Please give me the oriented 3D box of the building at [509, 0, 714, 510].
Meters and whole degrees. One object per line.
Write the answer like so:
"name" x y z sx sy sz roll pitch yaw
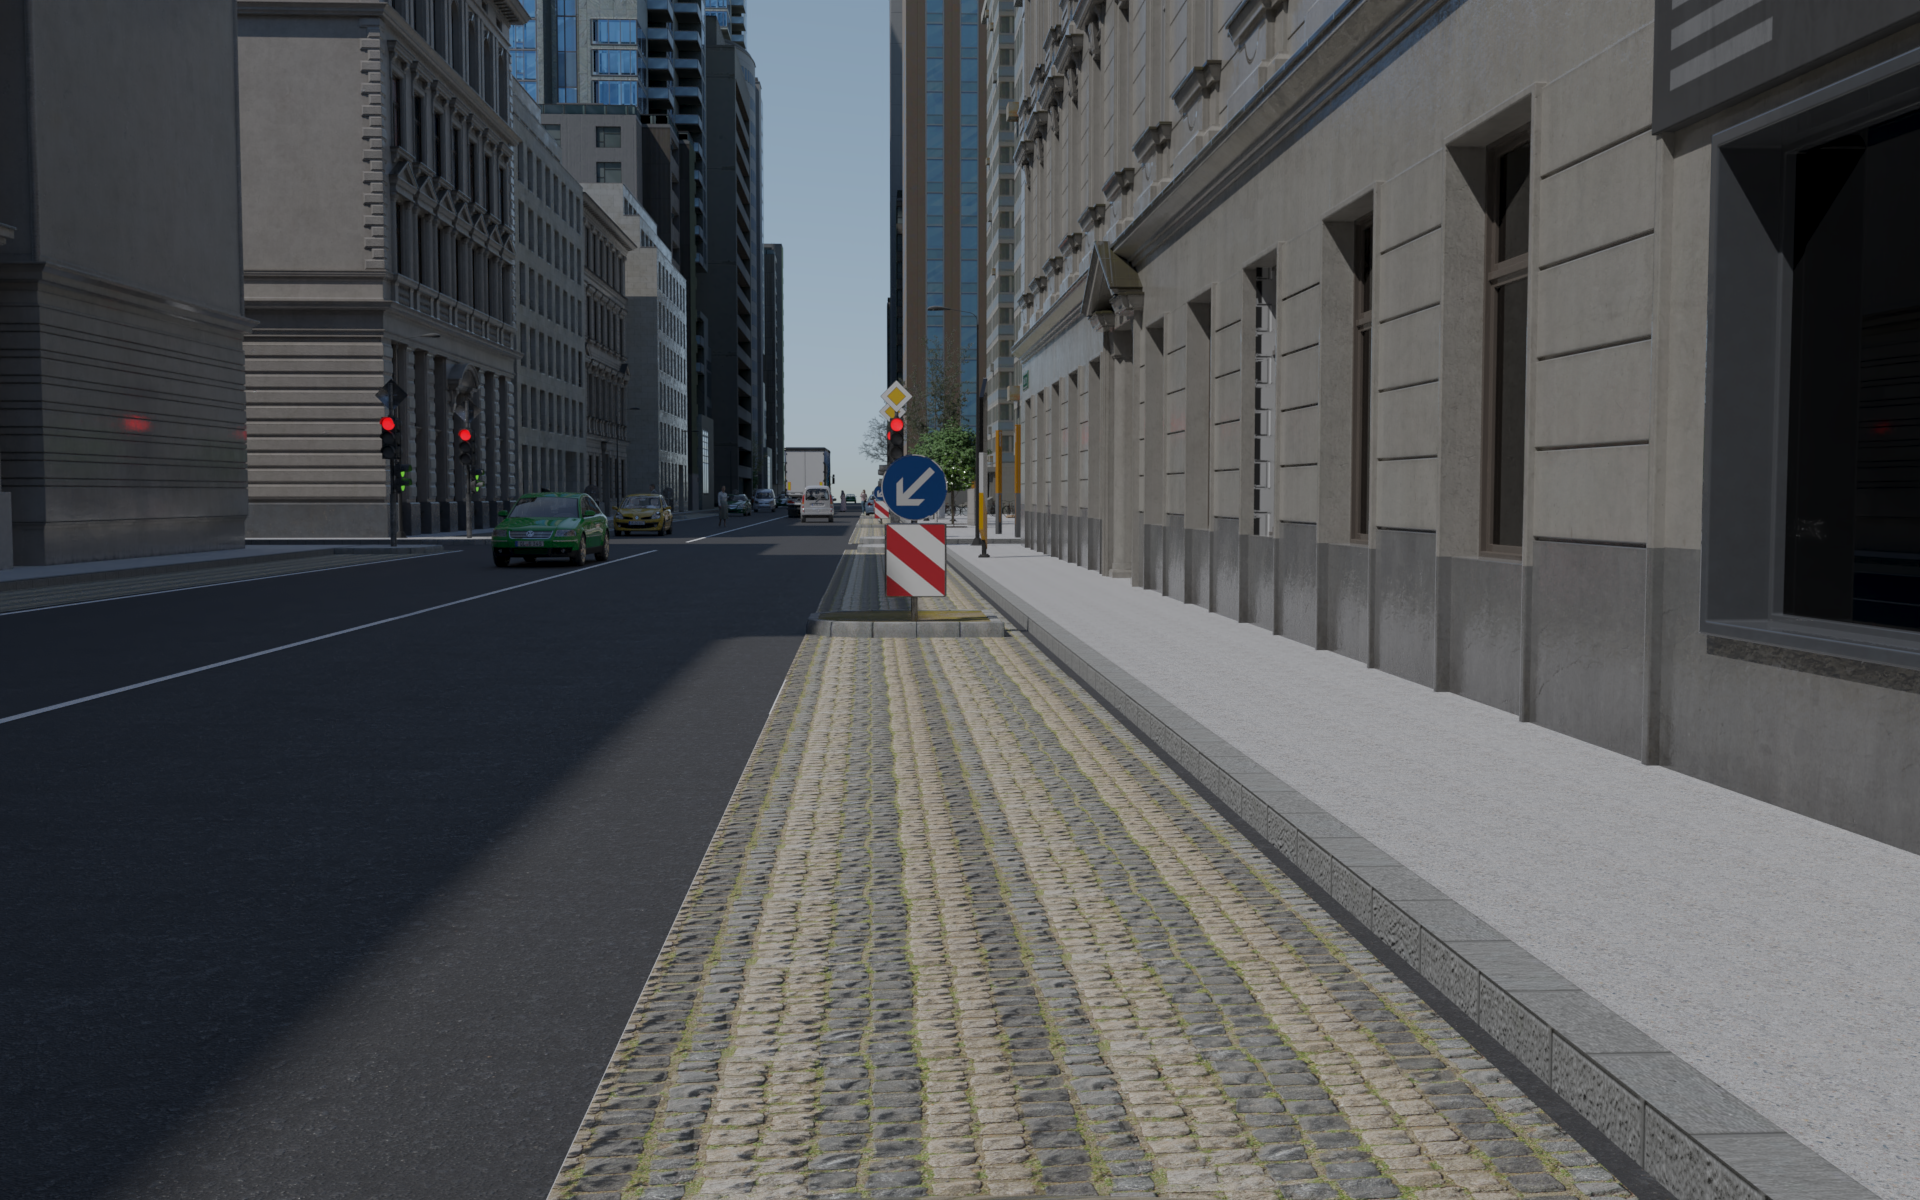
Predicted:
"building" -32.770 -51.354 152.314 22.319 86.520 31.000 0 4 -3

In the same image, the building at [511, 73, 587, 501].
"building" -23.470 -13.635 77.691 10.420 20.320 16.860 0 4 -3

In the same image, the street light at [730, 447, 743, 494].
"street light" -21.843 -12.029 169.214 1.470 5.913 1.316 0 4 -3

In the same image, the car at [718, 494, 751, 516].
"car" -14.669 -6.189 112.991 2.131 1.459 4.920 0 4 -2

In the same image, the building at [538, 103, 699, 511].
"building" -27.751 -22.021 131.740 14.160 30.474 14.107 0 4 -3

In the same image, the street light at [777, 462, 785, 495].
"street light" -26.070 -17.136 252.712 1.470 5.913 1.316 0 4 -3

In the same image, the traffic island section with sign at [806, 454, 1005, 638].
"traffic island section with sign" -0.597 -0.578 18.079 1.989 1.847 2.006 0 4 -3

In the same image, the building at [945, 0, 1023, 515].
"building" 14.440 -25.851 114.539 32.217 40.220 23.993 0 4 -3

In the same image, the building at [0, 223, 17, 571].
"building" -21.741 -14.055 17.186 14.401 28.519 23.554 0 4 -3

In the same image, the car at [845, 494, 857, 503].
"car" -17.015 -15.921 269.101 1.959 1.807 4.718 0 4 -4

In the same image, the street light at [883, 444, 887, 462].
"street light" -6.068 -11.429 159.404 1.470 5.913 1.316 0 4 -3

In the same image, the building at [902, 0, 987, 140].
"building" 2.472 -29.844 138.067 14.600 45.320 14.200 0 4 -3

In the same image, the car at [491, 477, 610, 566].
"car" -8.403 -1.649 35.751 1.959 1.807 4.718 0 4 -2

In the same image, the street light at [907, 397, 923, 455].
"street light" -2.133 -6.699 82.066 1.470 5.913 1.316 0 4 -3

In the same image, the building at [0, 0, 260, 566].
"building" -26.280 -12.138 34.612 21.152 22.565 11.583 0 4 -3

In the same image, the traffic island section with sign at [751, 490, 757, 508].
"traffic island section with sign" -20.789 -10.310 177.189 1.989 1.847 2.006 0 4 -3

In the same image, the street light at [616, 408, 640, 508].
"street light" -17.868 -7.373 93.086 1.470 5.913 1.316 0 4 -3

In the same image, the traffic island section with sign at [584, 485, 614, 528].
"traffic island section with sign" -15.425 -3.909 72.544 1.989 1.847 2.006 0 4 -3

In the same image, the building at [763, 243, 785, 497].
"building" -35.265 -36.145 274.570 14.154 41.232 14.086 0 4 -3

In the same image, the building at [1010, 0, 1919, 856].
"building" 10.467 -14.955 20.935 17.030 29.872 44.131 0 4 -3

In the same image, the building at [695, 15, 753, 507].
"building" -33.146 -34.030 180.100 21.300 48.544 21.600 0 4 -3

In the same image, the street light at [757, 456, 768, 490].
"street light" -23.916 -14.494 209.514 1.470 5.913 1.316 0 4 -3

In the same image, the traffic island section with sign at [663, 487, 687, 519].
"traffic island section with sign" -16.839 -5.597 100.134 1.989 1.847 2.006 0 4 -3

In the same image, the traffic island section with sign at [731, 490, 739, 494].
"traffic island section with sign" -19.386 -8.633 149.783 1.989 1.847 2.006 0 4 -3

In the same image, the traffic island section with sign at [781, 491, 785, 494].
"traffic island section with sign" -23.599 -13.670 232.125 1.989 1.847 2.006 0 4 -3

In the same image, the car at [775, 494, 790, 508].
"car" -18.039 -10.110 177.095 2.131 1.459 4.920 0 4 -3

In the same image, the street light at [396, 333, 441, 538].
"street light" -15.716 -4.750 50.204 1.470 5.913 1.316 0 4 -3

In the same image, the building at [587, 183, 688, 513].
"building" -24.261 -15.915 114.968 10.420 20.320 16.860 0 4 -3

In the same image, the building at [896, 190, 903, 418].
"building" 0.817 -24.185 167.118 14.160 30.474 14.107 0 4 -3

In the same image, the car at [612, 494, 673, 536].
"car" -11.025 -3.065 60.330 2.015 1.641 3.980 0 4 -4

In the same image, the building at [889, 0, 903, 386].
"building" 2.911 -39.483 187.541 21.231 58.520 28.212 0 4 -3

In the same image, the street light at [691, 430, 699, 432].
"street light" -19.730 -9.415 126.474 1.470 5.913 1.316 0 4 -3

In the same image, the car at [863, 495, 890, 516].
"car" -5.014 -5.872 108.013 2.014 1.417 4.499 0 4 -3

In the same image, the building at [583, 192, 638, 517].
"building" -24.368 -14.136 95.745 10.561 19.102 19.286 0 4 -3

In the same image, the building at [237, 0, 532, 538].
"building" -21.964 -14.068 58.889 11.050 23.489 19.941 0 4 -3

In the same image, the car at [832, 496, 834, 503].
"car" -20.588 -15.943 270.254 1.945 1.707 3.694 0 4 -3

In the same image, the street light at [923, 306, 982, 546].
"street light" -0.106 -4.305 42.935 1.470 5.913 1.316 0 4 -3
